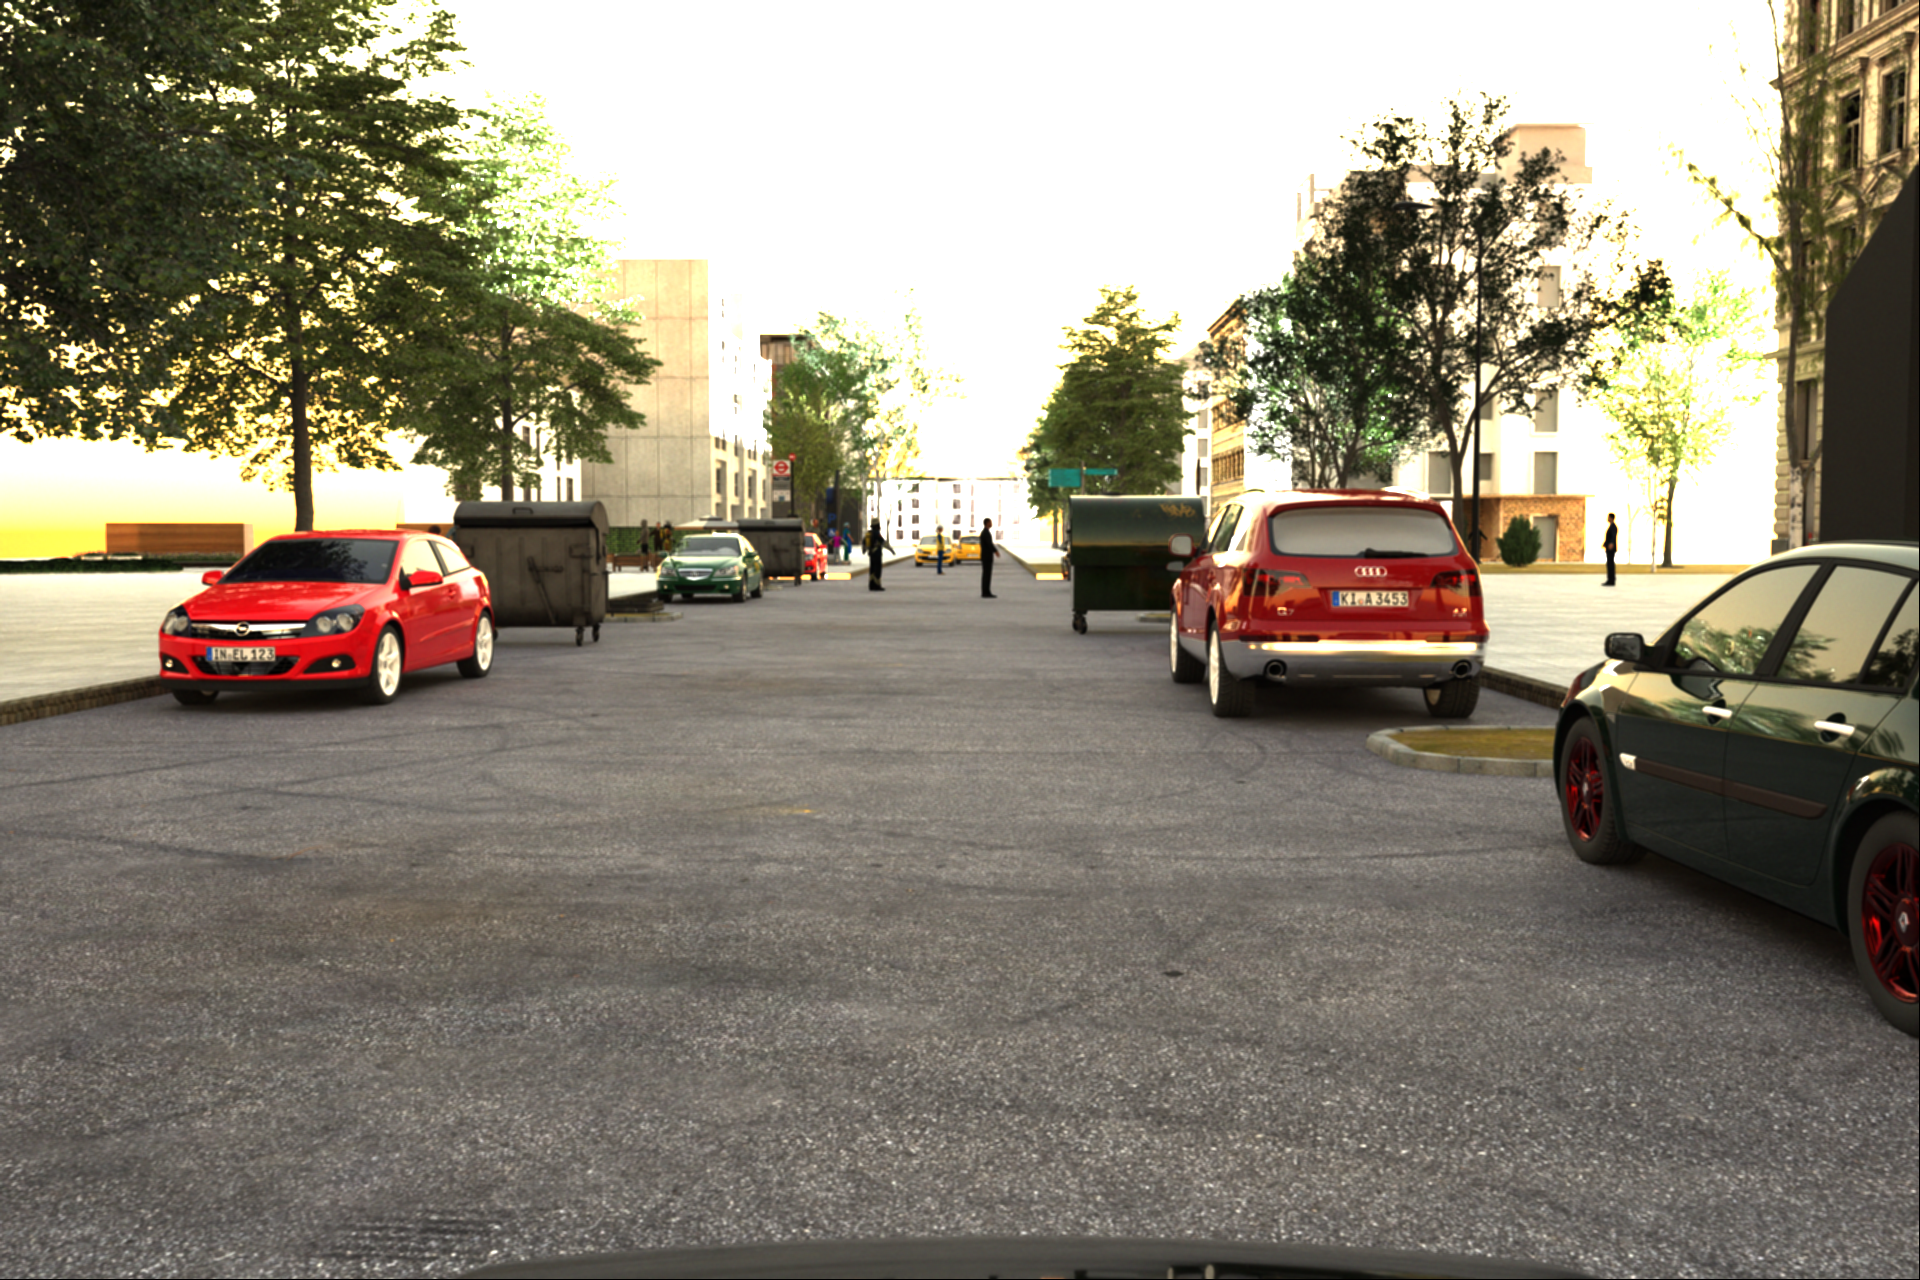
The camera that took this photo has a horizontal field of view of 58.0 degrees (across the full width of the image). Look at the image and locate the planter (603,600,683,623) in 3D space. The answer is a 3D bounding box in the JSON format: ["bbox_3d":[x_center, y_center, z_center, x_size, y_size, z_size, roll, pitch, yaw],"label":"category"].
[{"bbox_3d":[-5.724,-0.483,29.036,1.991,0.319,1.994,0,4,1],"label":"planter"}]

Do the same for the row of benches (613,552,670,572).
[{"bbox_3d":[-9.899,-2.658,58.921,4.104,0.672,1.422,0,4,8],"label":"row of benches"}]

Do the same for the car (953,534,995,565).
[{"bbox_3d":[0.646,-4.439,82.805,2.015,1.641,3.980,0,4,1],"label":"car"}]

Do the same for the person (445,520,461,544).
[{"bbox_3d":[-15.777,-2.976,54.494,0.704,1.849,1.345,2,4,30],"label":"person"}]

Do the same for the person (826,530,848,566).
[{"bbox_3d":[-5.000,-3.725,70.167,0.991,1.433,0.599,1,4,16],"label":"person"}]

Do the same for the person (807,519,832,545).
[{"bbox_3d":[-5.004,-3.290,60.064,0.705,1.796,1.348,3,5,45],"label":"person"}]

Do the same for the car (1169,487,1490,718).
[{"bbox_3d":[3.022,-0.390,15.054,2.281,1.827,5.304,0,4,1],"label":"car"}]

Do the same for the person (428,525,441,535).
[{"bbox_3d":[-8.831,-1.174,28.464,0.421,1.427,0.697,3,4,36],"label":"person"}]

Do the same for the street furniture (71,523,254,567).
[{"bbox_3d":[-32.361,-3.782,68.691,9.812,1.723,11.010,-1,4,-11],"label":"street furniture"}]

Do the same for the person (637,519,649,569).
[{"bbox_3d":[-11.465,-3.468,62.834,0.705,1.813,1.348,0,4,3],"label":"person"}]

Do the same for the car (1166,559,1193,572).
[{"bbox_3d":[3.585,-0.708,20.613,2.155,1.783,4.494,0,4,1],"label":"car"}]

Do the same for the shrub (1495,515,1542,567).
[{"bbox_3d":[21.584,-3.843,66.875,1.661,2.075,1.752,0,3,0],"label":"shrub"}]

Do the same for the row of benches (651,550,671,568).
[{"bbox_3d":[-9.881,-3.104,66.220,4.104,0.672,1.422,-1,4,-21],"label":"row of benches"}]

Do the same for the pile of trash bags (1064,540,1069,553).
[{"bbox_3d":[5.176,-3.737,70.851,1.912,1.369,3.447,0,4,1],"label":"pile of trash bags"}]

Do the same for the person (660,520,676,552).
[{"bbox_3d":[-11.685,-3.891,69.391,0.705,1.858,1.354,-2,4,-26],"label":"person"}]

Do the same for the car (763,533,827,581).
[{"bbox_3d":[-5.212,-2.777,54.449,2.155,1.783,4.494,0,4,1],"label":"car"}]

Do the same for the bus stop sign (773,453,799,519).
[{"bbox_3d":[-5.748,-4.189,57.190,0.855,3.939,0.416,0,4,0],"label":"bus stop sign"}]

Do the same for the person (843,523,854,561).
[{"bbox_3d":[-5.203,-4.525,80.112,0.704,1.817,1.347,-1,4,-20],"label":"person"}]

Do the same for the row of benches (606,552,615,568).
[{"bbox_3d":[-13.698,-2.989,64.326,1.422,0.672,4.104,0,4,7],"label":"row of benches"}]

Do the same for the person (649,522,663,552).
[{"bbox_3d":[-13.467,-4.356,77.350,1.346,1.812,0.704,0,4,-1],"label":"person"}]

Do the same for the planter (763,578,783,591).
[{"bbox_3d":[-5.577,-1.415,44.273,1.991,0.319,1.994,0,4,1],"label":"planter"}]

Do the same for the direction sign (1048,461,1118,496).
[{"bbox_3d":[4.477,-4.517,62.608,2.525,3.948,1.411,0,4,0],"label":"direction sign"}]

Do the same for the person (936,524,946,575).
[{"bbox_3d":[-0.621,-3.214,61.462,0.721,1.772,1.216,0,4,-2],"label":"person"}]

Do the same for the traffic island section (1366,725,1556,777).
[{"bbox_3d":[3.707,0.714,11.200,1.991,0.108,1.994,0,4,1],"label":"traffic island section"}]

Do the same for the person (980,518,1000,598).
[{"bbox_3d":[0.641,-1.862,39.123,0.704,1.802,1.346,-1,4,-12],"label":"person"}]

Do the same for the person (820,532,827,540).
[{"bbox_3d":[-6.770,-5.149,90.908,1.216,1.740,0.721,-1,4,-10],"label":"person"}]

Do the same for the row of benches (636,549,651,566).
[{"bbox_3d":[-13.016,-3.413,71.258,1.422,0.672,4.104,-1,4,-10],"label":"row of benches"}]

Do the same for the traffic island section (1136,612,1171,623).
[{"bbox_3d":[3.941,-0.360,28.747,1.991,0.108,1.994,0,4,0],"label":"traffic island section"}]

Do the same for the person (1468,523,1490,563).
[{"bbox_3d":[22.594,-4.247,75.632,0.705,1.806,1.347,-2,4,-24],"label":"person"}]

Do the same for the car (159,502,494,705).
[{"bbox_3d":[-5.658,-0.418,15.881,2.155,1.783,4.494,0,4,1],"label":"car"}]

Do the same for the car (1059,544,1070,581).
[{"bbox_3d":[4.141,-2.732,54.459,2.009,1.686,4.222,0,3,0],"label":"car"}]

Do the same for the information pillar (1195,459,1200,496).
[{"bbox_3d":[7.406,-3.831,53.998,0.183,3.616,0.504,0,4,1],"label":"information pillar"}]

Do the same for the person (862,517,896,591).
[{"bbox_3d":[-2.115,-2.177,43.836,0.705,1.856,1.354,-3,4,-38],"label":"person"}]

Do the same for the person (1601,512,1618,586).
[{"bbox_3d":[16.149,-2.263,43.050,0.704,1.823,1.345,1,4,12],"label":"person"}]

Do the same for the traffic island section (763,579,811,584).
[{"bbox_3d":[-5.434,-1.726,51.083,1.991,0.108,1.994,0,4,1],"label":"traffic island section"}]

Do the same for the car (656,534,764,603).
[{"bbox_3d":[-5.380,-1.581,37.644,2.131,1.459,4.920,0,4,1],"label":"car"}]

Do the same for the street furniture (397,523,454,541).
[{"bbox_3d":[-20.026,-4.023,72.626,11.010,1.723,9.812,-1,4,-15],"label":"street furniture"}]

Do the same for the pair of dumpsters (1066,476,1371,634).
[{"bbox_3d":[3.761,-1.240,25.229,4.436,2.255,1.574,0,4,1],"label":"pair of dumpsters"}]

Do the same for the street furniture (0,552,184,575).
[{"bbox_3d":[-30.976,-2.509,56.647,10.072,0.657,5.734,-3,4,-38],"label":"street furniture"}]

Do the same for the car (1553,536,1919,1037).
[{"bbox_3d":[3.547,0.213,6.305,2.009,1.686,4.222,0,4,1],"label":"car"}]

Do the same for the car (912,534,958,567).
[{"bbox_3d":[-1.093,-4.094,77.165,2.015,1.641,3.980,0,4,1],"label":"car"}]
